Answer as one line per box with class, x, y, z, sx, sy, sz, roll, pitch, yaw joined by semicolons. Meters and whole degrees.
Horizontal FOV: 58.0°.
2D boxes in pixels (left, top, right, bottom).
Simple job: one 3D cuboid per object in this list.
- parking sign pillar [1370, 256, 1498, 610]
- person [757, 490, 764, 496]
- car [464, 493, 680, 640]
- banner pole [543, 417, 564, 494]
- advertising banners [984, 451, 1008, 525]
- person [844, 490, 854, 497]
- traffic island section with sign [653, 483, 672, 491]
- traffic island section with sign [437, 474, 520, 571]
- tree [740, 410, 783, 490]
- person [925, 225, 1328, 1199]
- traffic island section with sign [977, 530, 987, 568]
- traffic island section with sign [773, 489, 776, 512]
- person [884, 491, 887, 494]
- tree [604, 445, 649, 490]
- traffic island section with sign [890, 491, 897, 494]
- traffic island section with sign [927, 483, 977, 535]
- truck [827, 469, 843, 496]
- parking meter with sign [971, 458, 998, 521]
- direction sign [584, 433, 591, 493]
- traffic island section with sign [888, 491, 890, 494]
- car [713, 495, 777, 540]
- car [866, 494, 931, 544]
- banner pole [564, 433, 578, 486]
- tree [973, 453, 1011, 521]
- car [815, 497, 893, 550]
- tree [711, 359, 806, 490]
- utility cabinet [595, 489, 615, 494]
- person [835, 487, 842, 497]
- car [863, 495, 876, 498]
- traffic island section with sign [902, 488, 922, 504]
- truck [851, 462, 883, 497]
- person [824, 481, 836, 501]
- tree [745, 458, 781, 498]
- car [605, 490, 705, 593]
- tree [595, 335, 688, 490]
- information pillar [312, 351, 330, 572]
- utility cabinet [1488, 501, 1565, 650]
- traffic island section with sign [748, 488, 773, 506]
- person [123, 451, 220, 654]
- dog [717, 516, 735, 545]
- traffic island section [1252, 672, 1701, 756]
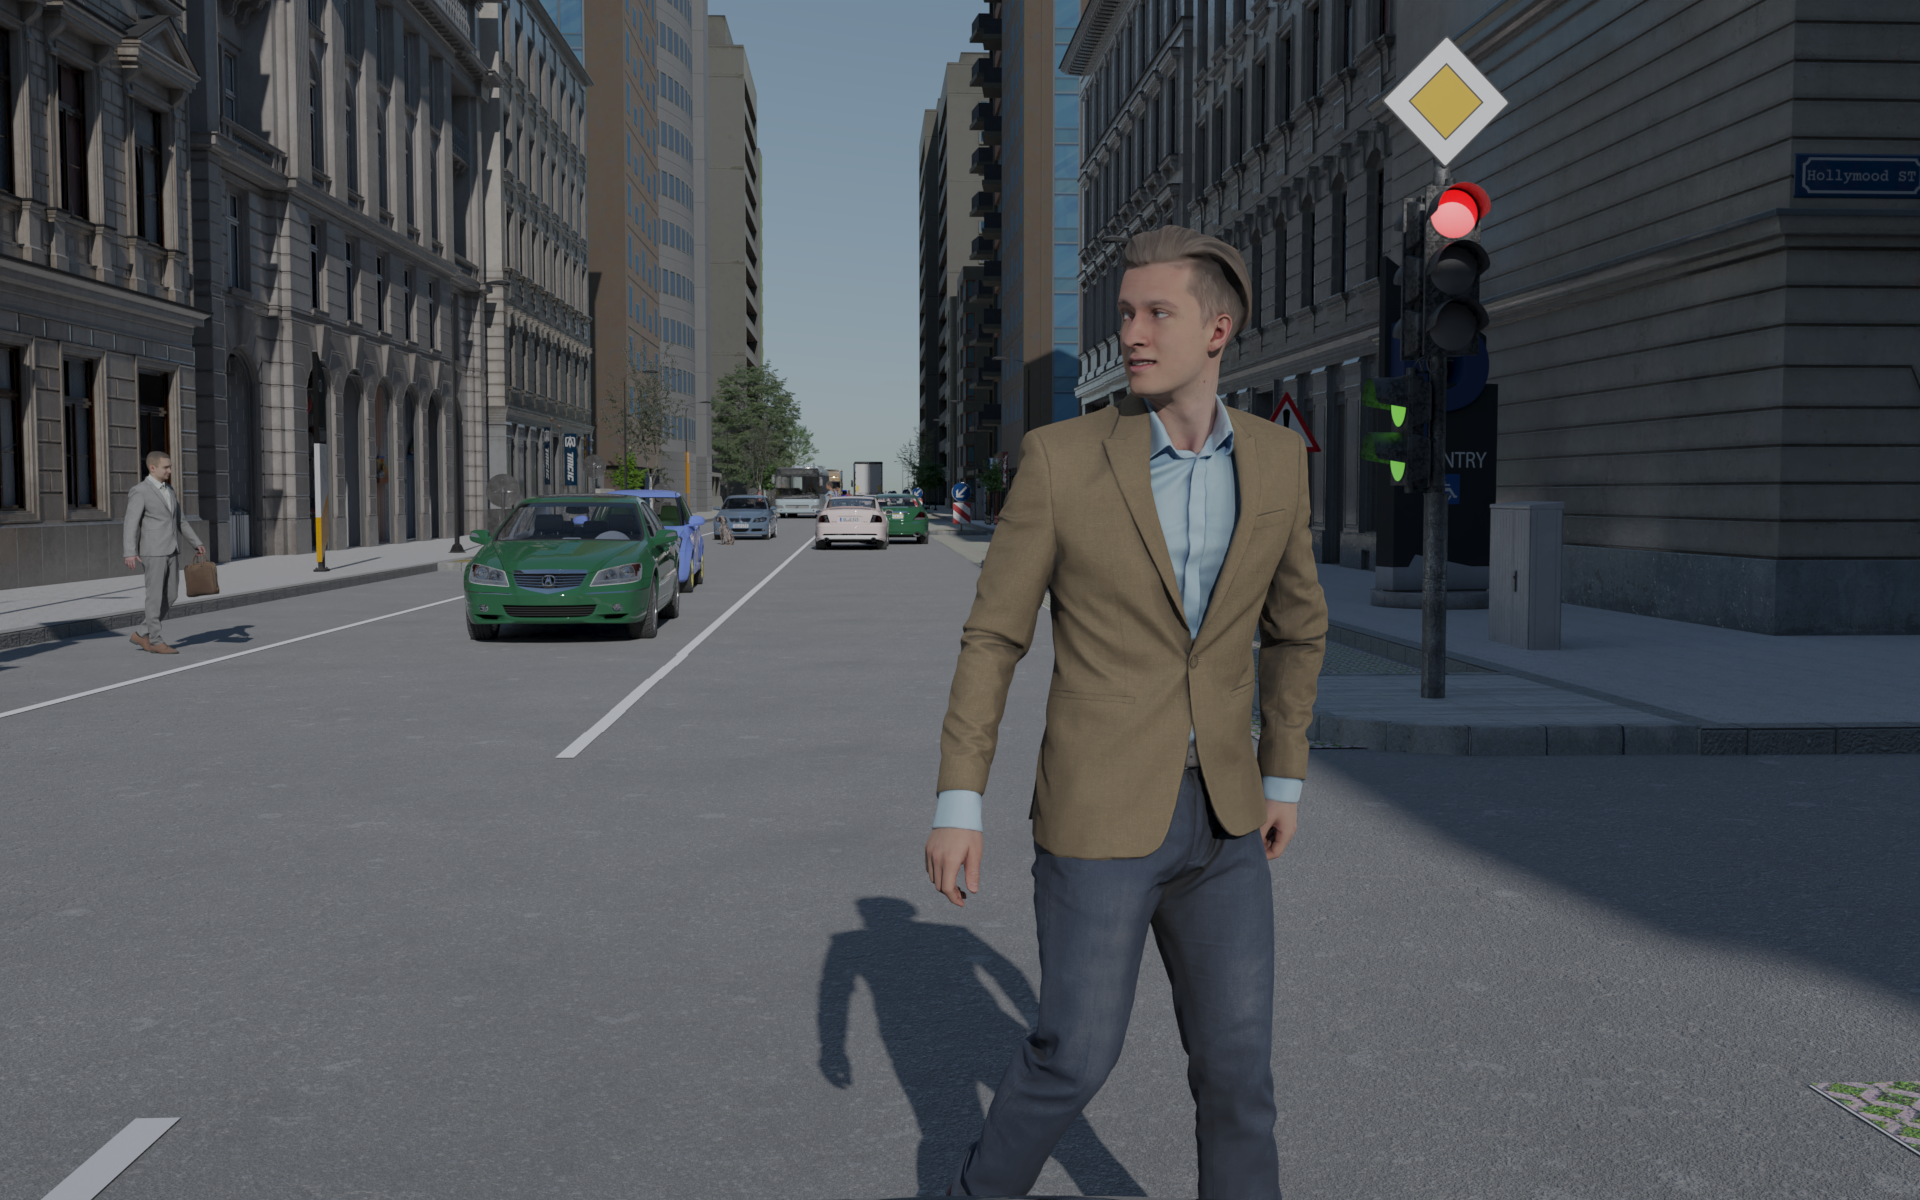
parking sign pillar;5.454;-1.915;19.782;1.447;3.967;1.447;-1;4;-14
person;-10.333;-4.880;89.762;0.593;1.643;0.415;2;4;24
car;-4.051;-0.415;18.591;2.131;1.459;4.920;0;4;-5
banner pole;-13.466;-4.086;56.817;0.401;3.779;0.863;-3;4;-37
advertising banners;1.517;-4.624;71.792;0.090;3.025;2.074;-2;4;-26
person;-8.190;-7.238;127.557;1.217;1.743;0.721;-1;4;-10
traffic island section with sign;-10.302;-3.147;60.081;1.989;1.847;2.006;0;4;-3
traffic island section with sign;-8.790;-1.501;33.168;1.989;1.847;2.006;0;4;-3
tree;-17.493;-12.291;151.318;4.360;8.622;3.978;0;3;0
person;0.266;0.344;2.781;0.836;1.842;0.656;3;5;41
traffic island section with sign;1.427;-1.513;33.361;1.989;1.847;2.006;0;4;-3
traffic island section with sign;-14.600;-7.862;137.167;1.989;1.847;2.006;0;4;-3
person;-8.999;-12.461;212.108;0.599;1.838;0.709;1;4;21
tree;-13.048;-4.538;68.796;1.663;3.219;1.824;0;3;0
traffic island section with sign;-4.393;-7.896;137.724;1.989;1.847;2.006;0;4;-3
traffic island section with sign;-0.097;-3.184;60.688;1.989;1.847;2.006;0;4;-3
truck;-14.758;-12.821;198.544;2.839;4.237;11.283;0;4;-3
parking meter with sign;1.140;-5.374;84.132;0.543;3.016;1.738;-2;4;-33
direction sign;-13.973;-4.464;64.979;0.379;3.537;0.876;-2;4;-26
traffic island section with sign;-7.488;-11.285;193.130;1.989;1.847;2.006;0;4;-3
car;-6.852;-2.666;55.587;2.014;1.417;4.499;0;4;-2
car;-1.886;-2.390;50.880;2.131;1.459;4.920;0;4;-3
banner pole;-14.255;-4.447;62.731;0.863;3.779;0.401;-2;4;-28
tree;1.662;-5.320;81.583;1.663;3.219;1.824;0;3;0
car;-2.829;-2.051;45.904;2.083;1.381;4.827;0;4;-1
tree;-19.311;-15.635;162.289;9.857;13.997;8.962;0;3;0
utility cabinet;-14.731;-3.868;71.919;0.318;1.500;1.173;1;4;18
person;-6.860;-5.461;97.650;0.599;1.838;0.709;2;4;31
car;-5.605;-6.064;111.513;2.083;1.381;4.827;0;4;-4
traffic island section with sign;-2.833;-6.184;109.729;1.989;1.847;2.006;0;4;-3
truck;-8.272;-10.142;154.731;2.839;4.237;11.283;0;4;-4
person;-3.881;-2.678;52.386;0.778;1.811;0.616;1;4;20
tree;-17.694;-10.544;156.104;4.285;4.588;4.351;0;3;0
car;-4.801;-1.013;26.147;1.945;1.707;3.694;0;4;-5
tree;-14.294;-7.881;79.222;4.360;8.622;3.978;0;3;0
information pillar;-10.574;-2.281;28.642;0.183;3.616;0.504;0;4;-6
utility cabinet;4.786;-0.217;14.702;0.306;1.237;1.020;0;4;-1
traffic island section with sign;-13.052;-6.175;109.583;1.989;1.847;2.006;0;4;-3
person;-7.163;-0.424;15.550;0.853;1.813;0.709;1;4;10
dog;-6.609;-1.952;48.760;0.513;0.831;0.800;0;4;-6
traffic island section;3.005;0.694;10.927;2.009;0.180;2.903;0;4;-3
